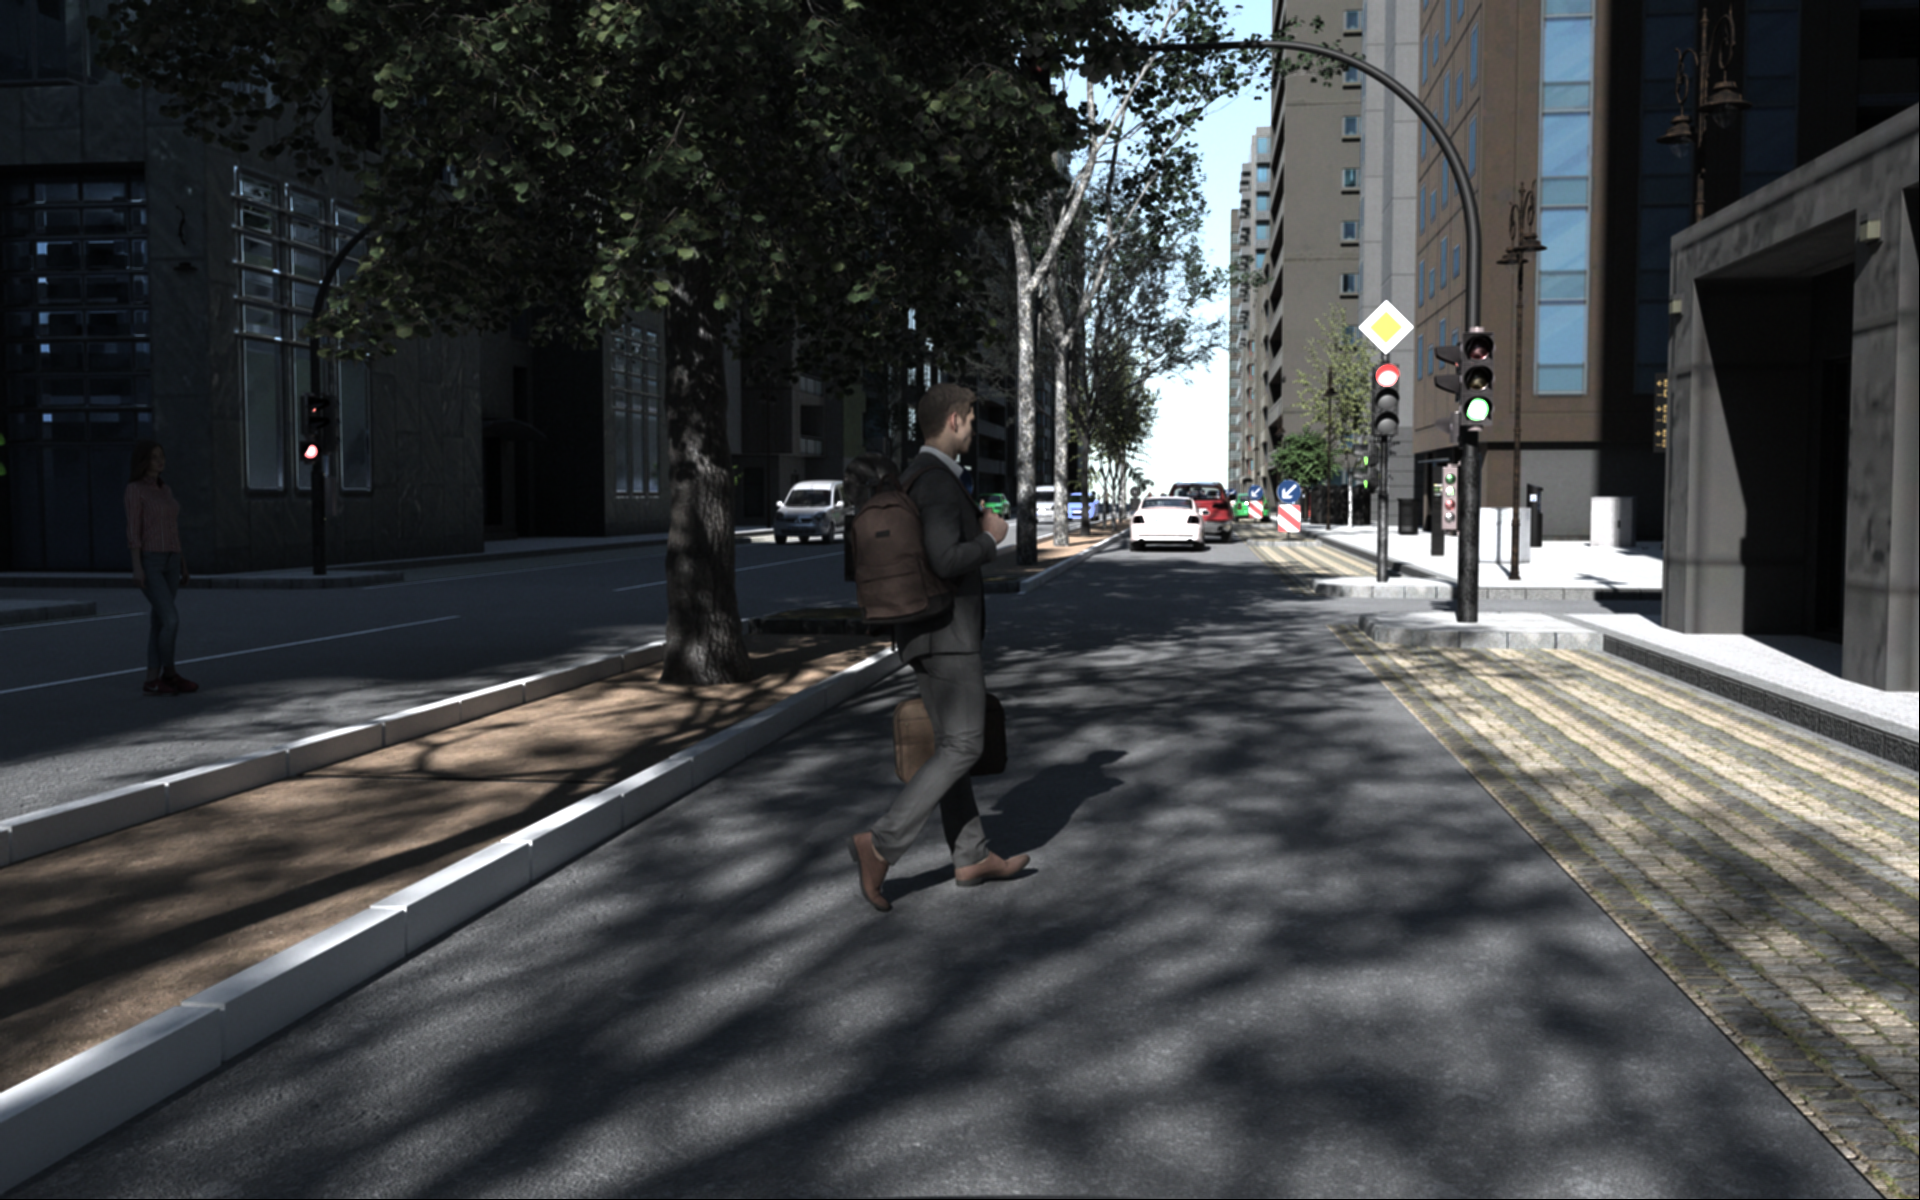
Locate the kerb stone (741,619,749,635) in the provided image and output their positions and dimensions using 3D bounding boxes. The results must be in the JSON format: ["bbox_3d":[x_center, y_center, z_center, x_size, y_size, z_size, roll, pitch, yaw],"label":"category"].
[{"bbox_3d":[-2.259,0.296,17.351,0.120,0.150,1.000,0,4,8],"label":"kerb stone"}]

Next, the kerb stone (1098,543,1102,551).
[{"bbox_3d":[3.363,-1.271,42.979,0.120,0.150,1.000,0,4,8],"label":"kerb stone"}]

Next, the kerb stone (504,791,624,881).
[{"bbox_3d":[-1.574,0.935,6.913,0.120,0.150,1.000,0,4,8],"label":"kerb stone"}]

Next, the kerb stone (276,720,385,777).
[{"bbox_3d":[-3.370,0.796,9.227,0.120,0.150,1.000,0,4,8],"label":"kerb stone"}]

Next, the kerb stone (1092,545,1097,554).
[{"bbox_3d":[3.087,-1.147,40.954,0.120,0.150,1.000,0,4,8],"label":"kerb stone"}]

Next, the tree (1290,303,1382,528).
[{"bbox_3d":[14.806,-7.066,65.887,4.737,8.622,4.395,0,3,0],"label":"tree"}]

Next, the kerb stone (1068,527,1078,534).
[{"bbox_3d":[4.199,-2.594,64.612,0.120,0.150,1.000,0,4,8],"label":"kerb stone"}]

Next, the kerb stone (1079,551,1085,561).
[{"bbox_3d":[2.523,-0.895,36.869,0.120,0.150,1.000,0,4,8],"label":"kerb stone"}]

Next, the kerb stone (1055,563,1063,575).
[{"bbox_3d":[1.694,-0.524,30.768,0.120,0.150,1.000,0,4,8],"label":"kerb stone"}]

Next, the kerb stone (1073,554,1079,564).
[{"bbox_3d":[2.246,-0.772,34.831,0.120,0.150,1.000,0,4,8],"label":"kerb stone"}]

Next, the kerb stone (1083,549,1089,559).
[{"bbox_3d":[2.667,-0.960,37.897,0.120,0.150,1.000,0,4,8],"label":"kerb stone"}]

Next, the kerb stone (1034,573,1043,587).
[{"bbox_3d":[1.136,-0.272,26.705,0.120,0.150,1.000,0,4,8],"label":"kerb stone"}]

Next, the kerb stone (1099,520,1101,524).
[{"bbox_3d":[6.278,-3.525,79.836,0.120,0.150,1.000,0,4,8],"label":"kerb stone"}]

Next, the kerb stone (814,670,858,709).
[{"bbox_3d":[-0.878,0.625,11.983,0.120,0.150,1.000,0,4,8],"label":"kerb stone"}]

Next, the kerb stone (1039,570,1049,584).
[{"bbox_3d":[1.281,-0.338,27.717,0.120,0.150,1.000,0,4,8],"label":"kerb stone"}]

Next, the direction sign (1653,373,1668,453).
[{"bbox_3d":[13.403,-2.467,32.326,0.876,3.537,0.379,2,4,29],"label":"direction sign"}]

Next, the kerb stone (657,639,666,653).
[{"bbox_3d":[-2.538,0.420,15.324,0.120,0.150,1.000,0,4,8],"label":"kerb stone"}]

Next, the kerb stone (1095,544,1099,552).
[{"bbox_3d":[3.225,-1.209,41.966,0.120,0.150,1.000,0,4,8],"label":"kerb stone"}]

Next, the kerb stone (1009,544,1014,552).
[{"bbox_3d":[1.139,-1.226,42.245,0.120,0.150,1.000,0,4,8],"label":"kerb stone"}]

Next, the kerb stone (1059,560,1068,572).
[{"bbox_3d":[1.832,-0.587,31.786,0.120,0.150,1.000,0,4,8],"label":"kerb stone"}]

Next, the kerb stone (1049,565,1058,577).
[{"bbox_3d":[1.546,-0.462,29.754,0.120,0.150,1.000,0,4,8],"label":"kerb stone"}]

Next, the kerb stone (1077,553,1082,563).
[{"bbox_3d":[2.386,-0.835,35.852,0.120,0.150,1.000,0,4,8],"label":"kerb stone"}]

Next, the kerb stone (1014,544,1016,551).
[{"bbox_3d":[1.281,-1.288,43.257,0.120,0.150,1.000,0,4,8],"label":"kerb stone"}]

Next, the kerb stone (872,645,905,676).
[{"bbox_3d":[-0.603,0.500,14.014,0.120,0.150,1.000,0,4,8],"label":"kerb stone"}]

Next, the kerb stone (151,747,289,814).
[{"bbox_3d":[-3.510,0.858,8.208,0.120,0.150,1.000,0,4,8],"label":"kerb stone"}]

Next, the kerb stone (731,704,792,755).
[{"bbox_3d":[-1.155,0.751,9.954,0.120,0.150,1.000,0,4,8],"label":"kerb stone"}]

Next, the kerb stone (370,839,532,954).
[{"bbox_3d":[-1.712,0.997,5.890,0.120,0.150,1.000,0,4,8],"label":"kerb stone"}]

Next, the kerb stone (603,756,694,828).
[{"bbox_3d":[-1.432,0.877,7.925,0.120,0.150,1.000,0,4,8],"label":"kerb stone"}]

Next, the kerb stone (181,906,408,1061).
[{"bbox_3d":[-1.846,1.062,4.875,0.120,0.150,1.000,0,4,8],"label":"kerb stone"}]

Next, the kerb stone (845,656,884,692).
[{"bbox_3d":[-0.737,0.564,12.998,0.120,0.150,1.000,0,4,8],"label":"kerb stone"}]

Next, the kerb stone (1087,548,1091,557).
[{"bbox_3d":[2.806,-1.023,38.915,0.120,0.150,1.000,0,4,8],"label":"kerb stone"}]

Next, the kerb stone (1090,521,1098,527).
[{"bbox_3d":[6.004,-3.401,77.809,0.120,0.150,1.000,0,4,8],"label":"kerb stone"}]

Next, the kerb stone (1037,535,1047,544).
[{"bbox_3d":[2.397,-1.786,51.401,0.120,0.150,1.000,0,4,8],"label":"kerb stone"}]

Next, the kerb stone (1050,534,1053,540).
[{"bbox_3d":[2.675,-1.911,53.441,0.120,0.150,1.000,0,4,8],"label":"kerb stone"}]

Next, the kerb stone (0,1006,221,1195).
[{"bbox_3d":[-1.980,1.125,3.852,0.120,0.150,1.000,0,4,8],"label":"kerb stone"}]

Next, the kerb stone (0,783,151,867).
[{"bbox_3d":[-3.650,0.918,7.188,0.120,0.150,1.000,0,4,8],"label":"kerb stone"}]

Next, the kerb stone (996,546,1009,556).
[{"bbox_3d":[1.001,-1.159,41.230,0.120,0.150,1.000,0,4,8],"label":"kerb stone"}]

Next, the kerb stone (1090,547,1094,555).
[{"bbox_3d":[2.938,-1.085,39.929,0.120,0.150,1.000,0,4,8],"label":"kerb stone"}]

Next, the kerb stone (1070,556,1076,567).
[{"bbox_3d":[2.114,-0.711,33.812,0.120,0.150,1.000,0,4,8],"label":"kerb stone"}]

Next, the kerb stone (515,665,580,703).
[{"bbox_3d":[-2.950,0.606,12.282,0.120,0.150,1.000,0,4,8],"label":"kerb stone"}]

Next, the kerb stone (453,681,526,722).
[{"bbox_3d":[-3.094,0.670,11.270,0.120,0.150,1.000,0,4,8],"label":"kerb stone"}]

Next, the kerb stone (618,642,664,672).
[{"bbox_3d":[-2.674,0.485,14.311,0.120,0.150,1.000,0,4,8],"label":"kerb stone"}]

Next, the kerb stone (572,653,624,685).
[{"bbox_3d":[-2.823,0.544,13.296,0.120,0.150,1.000,0,4,8],"label":"kerb stone"}]

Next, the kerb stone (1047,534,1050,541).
[{"bbox_3d":[2.532,-1.846,52.414,0.120,0.150,1.000,0,4,8],"label":"kerb stone"}]

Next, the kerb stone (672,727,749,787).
[{"bbox_3d":[-1.292,0.811,8.938,0.120,0.150,1.000,0,4,8],"label":"kerb stone"}]

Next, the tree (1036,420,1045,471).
[{"bbox_3d":[6.705,-13.600,172.724,4.737,8.622,4.395,0,3,0],"label":"tree"}]

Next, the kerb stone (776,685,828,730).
[{"bbox_3d":[-1.020,0.687,10.970,0.120,0.150,1.000,0,4,8],"label":"kerb stone"}]

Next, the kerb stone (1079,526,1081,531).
[{"bbox_3d":[4.474,-2.718,66.640,0.120,0.150,1.000,0,4,8],"label":"kerb stone"}]

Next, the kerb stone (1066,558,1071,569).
[{"bbox_3d":[1.967,-0.648,32.801,0.120,0.150,1.000,0,4,8],"label":"kerb stone"}]

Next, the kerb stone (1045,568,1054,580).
[{"bbox_3d":[1.414,-0.400,28.738,0.120,0.150,1.000,0,4,8],"label":"kerb stone"}]

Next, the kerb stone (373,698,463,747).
[{"bbox_3d":[-3.226,0.731,10.248,0.120,0.150,1.000,0,4,8],"label":"kerb stone"}]

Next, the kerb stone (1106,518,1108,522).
[{"bbox_3d":[7.114,-3.894,85.928,0.120,0.150,1.000,0,4,8],"label":"kerb stone"}]

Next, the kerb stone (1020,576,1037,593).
[{"bbox_3d":[0.996,-0.213,25.693,0.120,0.150,1.000,0,4,8],"label":"kerb stone"}]
